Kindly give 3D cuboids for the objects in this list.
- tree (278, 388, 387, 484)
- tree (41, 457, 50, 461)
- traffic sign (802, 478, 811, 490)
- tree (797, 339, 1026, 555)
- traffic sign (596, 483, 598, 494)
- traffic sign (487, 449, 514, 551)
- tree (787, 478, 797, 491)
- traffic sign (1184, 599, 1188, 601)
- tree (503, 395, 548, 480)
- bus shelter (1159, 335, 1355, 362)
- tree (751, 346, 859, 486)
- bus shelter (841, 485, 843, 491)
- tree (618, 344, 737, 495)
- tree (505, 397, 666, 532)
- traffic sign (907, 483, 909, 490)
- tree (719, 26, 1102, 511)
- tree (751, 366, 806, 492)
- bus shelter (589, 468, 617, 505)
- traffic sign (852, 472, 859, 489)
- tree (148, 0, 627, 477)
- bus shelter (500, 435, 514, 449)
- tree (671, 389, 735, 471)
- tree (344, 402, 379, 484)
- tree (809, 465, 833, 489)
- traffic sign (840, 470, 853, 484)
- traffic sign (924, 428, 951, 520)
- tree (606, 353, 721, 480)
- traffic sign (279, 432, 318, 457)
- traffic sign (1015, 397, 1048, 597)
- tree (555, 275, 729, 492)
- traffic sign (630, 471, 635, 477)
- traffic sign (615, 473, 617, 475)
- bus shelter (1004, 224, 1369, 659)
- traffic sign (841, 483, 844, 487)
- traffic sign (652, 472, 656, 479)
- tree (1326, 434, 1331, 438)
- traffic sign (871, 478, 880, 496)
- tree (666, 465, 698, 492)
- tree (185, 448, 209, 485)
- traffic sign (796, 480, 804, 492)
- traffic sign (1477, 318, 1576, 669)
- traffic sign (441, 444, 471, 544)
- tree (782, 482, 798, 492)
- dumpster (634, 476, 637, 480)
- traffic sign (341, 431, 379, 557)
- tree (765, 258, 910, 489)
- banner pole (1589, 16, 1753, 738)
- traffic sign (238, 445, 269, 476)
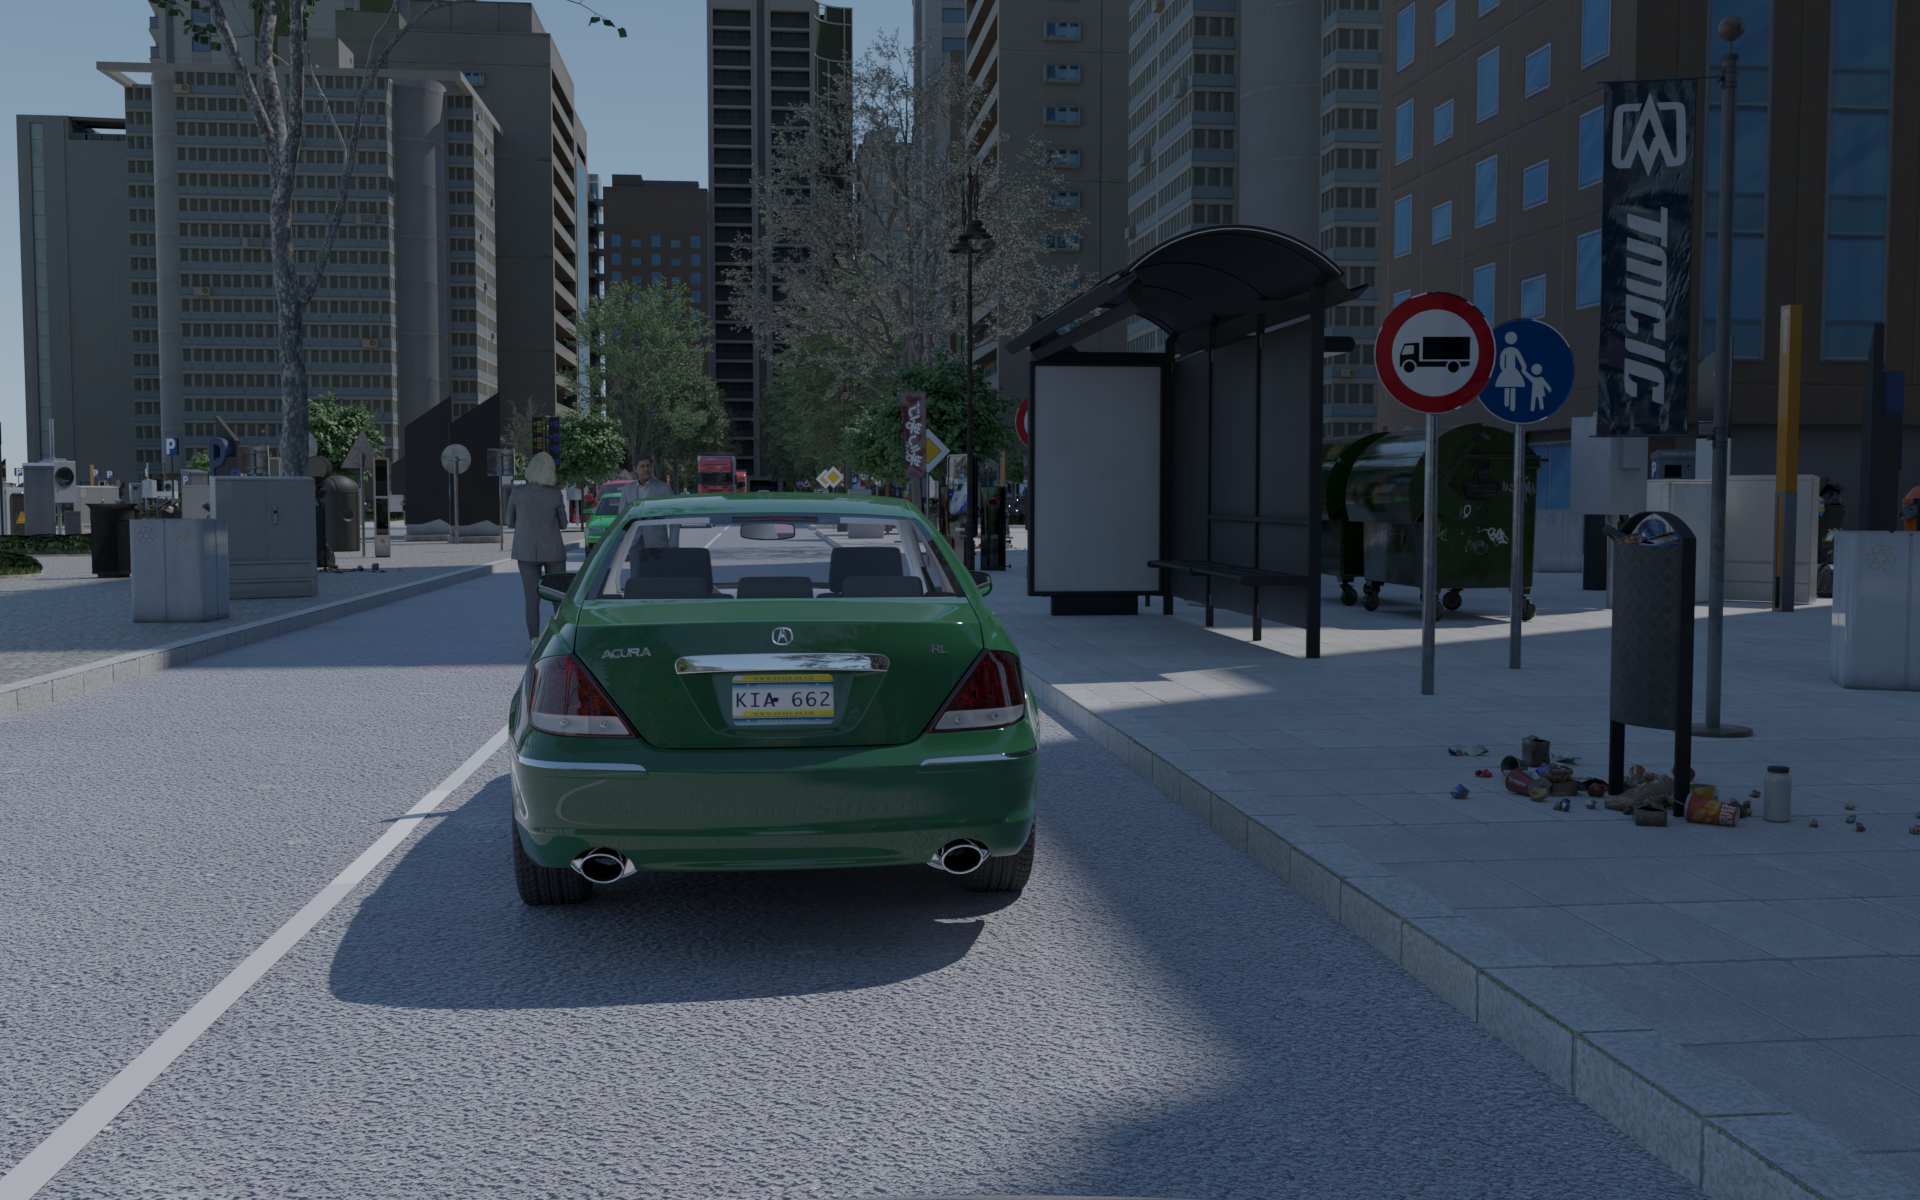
[{"bbox_3d":[-19.492,-4.282,53.731,4.285,4.588,4.351,0,3,0],"label":"tree"},{"bbox_3d":[-42.613,-5.318,81.554,1.663,3.219,1.824,0,3,0],"label":"tree"},{"bbox_3d":[-12.272,-8.487,138.758,0.884,2.594,0.081,0,4,2],"label":"traffic sign"},{"bbox_3d":[-0.426,-3.242,36.725,4.285,4.588,4.351,0,3,0],"label":"tree"},{"bbox_3d":[-15.633,-4.562,74.698,0.768,2.556,0.104,0,4,-4],"label":"traffic sign"},{"bbox_3d":[-10.368,-2.264,39.139,0.606,2.300,0.079,0,4,0],"label":"traffic sign"},{"bbox_3d":[-14.112,-10.407,153.874,4.285,4.588,4.351,0,3,0],"label":"tree"},{"bbox_3d":[2.737,-1.265,20.794,0.768,2.556,0.104,0,4,1],"label":"traffic sign"},{"bbox_3d":[-32.420,-10.915,128.822,4.360,8.622,3.978,0,3,0],"label":"tree"},{"bbox_3d":[3.709,-3.029,27.160,2.179,5.291,8.768,0,4,-7],"label":"bus shelter"},{"bbox_3d":[-10.816,-13.005,129.641,9.611,12.733,9.660,0,3,0],"label":"tree"},{"bbox_3d":[-9.081,-8.912,139.626,2.014,3.302,5.546,0,4,-7],"label":"bus shelter"},{"bbox_3d":[-21.681,-13.106,131.294,9.611,12.733,9.660,0,3,0],"label":"tree"},{"bbox_3d":[-12.965,-4.604,58.982,4.285,4.588,4.351,0,3,0],"label":"tree"},{"bbox_3d":[-1.880,-3.841,62.900,0.768,2.556,0.104,0,4,3],"label":"traffic sign"},{"bbox_3d":[-1.195,-8.266,45.514,12.009,13.543,11.850,0,3,0],"label":"tree"},{"bbox_3d":[-14.670,-15.675,162.935,9.857,13.997,8.962,0,3,0],"label":"tree"},{"bbox_3d":[-19.747,-7.035,92.661,2.179,5.291,8.768,0,4,-6],"label":"bus shelter"},{"bbox_3d":[-6.090,-6.008,98.338,0.768,2.556,0.104,0,4,-3],"label":"traffic sign"},{"bbox_3d":[-9.653,-10.232,23.180,12.611,20.169,13.585,0,3,0],"label":"tree"},{"bbox_3d":[-14.886,-3.575,52.381,2.014,3.302,5.546,0,4,-6],"label":"bus shelter"},{"bbox_3d":[-25.239,-15.139,165.644,7.486,12.596,7.792,0,3,0],"label":"tree"},{"bbox_3d":[-47.790,-11.428,137.215,4.737,8.622,4.395,0,3,0],"label":"tree"},{"bbox_3d":[-7.892,-6.376,98.841,1.663,3.219,1.824,0,3,0],"label":"tree"},{"bbox_3d":[-6.046,-5.608,91.802,0.768,2.556,0.104,0,4,-4],"label":"traffic sign"},{"bbox_3d":[-0.560,-1.785,30.366,0.795,2.450,0.064,0,4,-4],"label":"traffic sign"},{"bbox_3d":[-18.628,-10.611,107.906,8.767,10.594,7.601,1,4,11],"label":"tree"},{"bbox_3d":[-12.849,-2.050,33.628,0.768,2.556,0.104,0,4,3],"label":"traffic sign"},{"bbox_3d":[1.058,-1.310,21.524,0.768,2.556,0.104,0,4,-6],"label":"traffic sign"},{"bbox_3d":[-15.461,-9.616,82.982,9.928,11.665,9.643,0,3,0],"label":"tree"},{"bbox_3d":[-17.852,-5.813,95.147,0.768,2.556,0.104,0,4,-3],"label":"traffic sign"},{"bbox_3d":[-20.467,-6.304,103.079,0.884,2.594,0.081,0,4,3],"label":"traffic sign"},{"bbox_3d":[1.775,-1.337,15.776,2.014,3.302,5.546,0,4,-6],"label":"bus shelter"},{"bbox_3d":[-6.755,-6.142,101.611,0.795,2.450,0.064,0,4,1],"label":"traffic sign"},{"bbox_3d":[-16.247,-5.565,90.991,0.884,2.594,0.081,0,4,-5],"label":"traffic sign"},{"bbox_3d":[11.861,-3.739,55.733,1.663,3.219,1.824,0,3,0],"label":"tree"},{"bbox_3d":[-3.404,-4.272,71.038,0.795,2.450,0.064,0,4,3],"label":"traffic sign"},{"bbox_3d":[-24.380,-10.338,152.743,4.285,4.588,4.351,0,3,0],"label":"tree"},{"bbox_3d":[-53.357,-8.522,123.051,4.285,4.588,4.351,0,3,0],"label":"tree"},{"bbox_3d":[-13.121,-8.722,142.705,0.768,2.556,0.104,0,4,-3],"label":"traffic sign"},{"bbox_3d":[4.082,-0.768,12.658,0.768,2.556,0.104,0,4,-1],"label":"traffic sign"},{"bbox_3d":[-12.811,-2.686,44.028,0.768,2.556,0.104,0,4,3],"label":"traffic sign"},{"bbox_3d":[-16.849,-13.891,177.472,4.360,8.622,3.978,0,3,0],"label":"tree"},{"bbox_3d":[-17.504,-5.577,93.674,1.502,2.255,1.985,0,4,-7],"label":"dumpster"},{"bbox_3d":[-12.245,-2.171,35.501,0.884,2.594,0.081,0,4,-2],"label":"traffic sign"},{"bbox_3d":[-5.244,-10.082,82.964,7.486,12.596,7.792,0,3,0],"label":"tree"},{"bbox_3d":[3.815,-1.175,9.234,0.863,3.779,0.401,1,4,12],"label":"banner pole"},{"bbox_3d":[-14.822,-2.094,36.369,0.606,2.300,0.079,0,4,-6],"label":"traffic sign"}]
